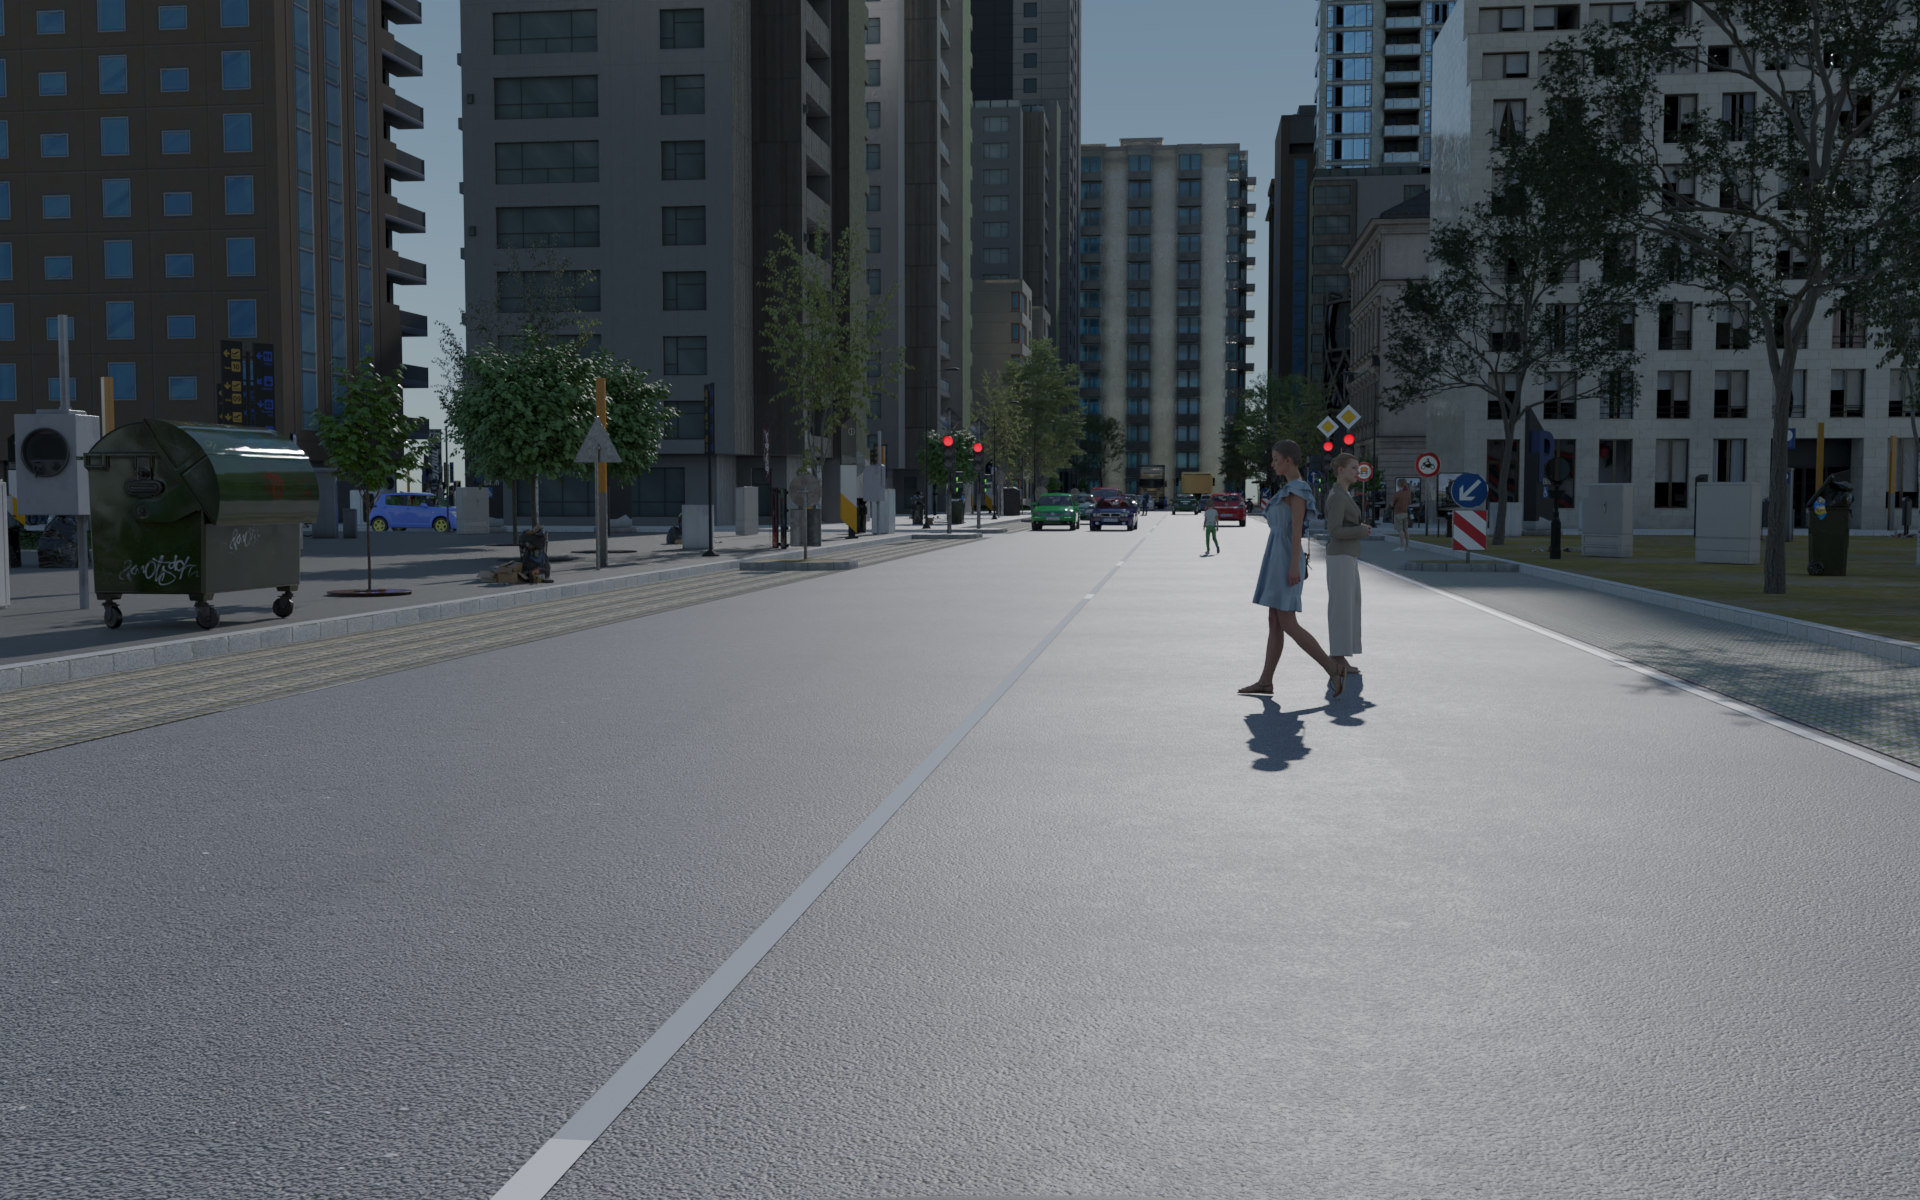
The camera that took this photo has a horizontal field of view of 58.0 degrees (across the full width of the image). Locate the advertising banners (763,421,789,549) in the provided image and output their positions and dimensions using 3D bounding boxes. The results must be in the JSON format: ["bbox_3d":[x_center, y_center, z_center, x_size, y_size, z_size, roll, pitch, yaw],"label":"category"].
[{"bbox_3d":[-4.377,-2.744,41.056,0.090,3.025,2.074,-1,4,-21],"label":"advertising banners"}]

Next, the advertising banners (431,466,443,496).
[{"bbox_3d":[-32.638,-6.814,107.591,2.074,3.025,0.090,3,5,43],"label":"advertising banners"}]

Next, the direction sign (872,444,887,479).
[{"bbox_3d":[-3.773,-5.535,82.495,0.379,3.537,0.876,1,4,9],"label":"direction sign"}]

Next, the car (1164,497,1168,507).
[{"bbox_3d":[22.410,-11.339,194.980,1.945,1.707,3.694,1,4,9],"label":"car"}]

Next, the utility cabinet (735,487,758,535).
[{"bbox_3d":[-6.633,-2.761,53.821,0.318,1.500,1.173,1,4,14],"label":"utility cabinet"}]

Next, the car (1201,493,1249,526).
[{"bbox_3d":[11.959,-4.223,78.094,2.155,1.783,4.494,0,4,7],"label":"car"}]

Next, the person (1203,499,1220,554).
[{"bbox_3d":[6.019,-1.753,41.411,0.306,1.304,0.590,-1,4,-20],"label":"person"}]

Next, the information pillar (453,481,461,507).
[{"bbox_3d":[-27.335,-5.486,94.193,0.304,2.012,0.304,3,4,37],"label":"information pillar"}]

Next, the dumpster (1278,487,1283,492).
[{"bbox_3d":[23.546,-7.278,124.756,1.264,1.857,1.865,0,4,7],"label":"dumpster"}]

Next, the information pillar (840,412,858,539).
[{"bbox_3d":[-3.183,-3.562,49.600,0.504,3.616,0.183,-2,4,-25],"label":"information pillar"}]

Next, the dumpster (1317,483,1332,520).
[{"bbox_3d":[18.649,-4.978,87.145,1.264,1.857,1.865,0,4,7],"label":"dumpster"}]

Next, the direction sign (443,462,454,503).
[{"bbox_3d":[-36.250,-8.004,122.855,0.876,3.537,0.379,1,4,23],"label":"direction sign"}]

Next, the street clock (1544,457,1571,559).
[{"bbox_3d":[11.772,-1.811,34.188,0.471,2.002,0.358,1,4,10],"label":"street clock"}]

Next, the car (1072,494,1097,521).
[{"bbox_3d":[5.747,-4.354,82.994,2.131,1.459,4.920,0,4,7],"label":"car"}]

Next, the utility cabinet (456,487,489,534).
[{"bbox_3d":[-15.545,-2.851,55.286,0.318,1.500,1.173,2,4,27],"label":"utility cabinet"}]

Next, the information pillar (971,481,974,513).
[{"bbox_3d":[0.810,-7.553,114.845,0.183,3.616,0.504,1,4,10],"label":"information pillar"}]

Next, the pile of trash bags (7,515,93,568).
[{"bbox_3d":[-17.129,-1.273,30.562,3.447,1.369,1.912,-1,4,-10],"label":"pile of trash bags"}]

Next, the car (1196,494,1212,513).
[{"bbox_3d":[19.106,-7.384,132.729,2.014,1.417,4.499,0,4,7],"label":"car"}]

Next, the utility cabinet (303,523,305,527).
[{"bbox_3d":[-25.717,-3.435,67.323,0.306,1.237,1.020,-2,4,-29],"label":"utility cabinet"}]

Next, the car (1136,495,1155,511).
[{"bbox_3d":[15.715,-8.332,148.593,2.083,1.381,4.827,0,4,7],"label":"car"}]

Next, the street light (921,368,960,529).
[{"bbox_3d":[-0.705,-5.586,63.868,1.470,5.913,1.316,0,4,7],"label":"street light"}]

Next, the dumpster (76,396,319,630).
[{"bbox_3d":[-7.517,-0.897,17.156,1.502,2.255,1.985,0,4,7],"label":"dumpster"}]

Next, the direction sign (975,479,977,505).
[{"bbox_3d":[1.283,-8.937,138.114,0.379,3.537,0.876,0,4,6],"label":"direction sign"}]

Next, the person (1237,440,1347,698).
[{"bbox_3d":[2.359,-0.223,12.234,0.778,1.811,0.616,1,4,23],"label":"person"}]

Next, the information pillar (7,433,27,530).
[{"bbox_3d":[-32.880,-4.221,60.375,0.504,3.616,0.183,-2,4,-24],"label":"information pillar"}]

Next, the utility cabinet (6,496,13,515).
[{"bbox_3d":[-32.284,-2.901,58.598,0.306,1.237,1.020,-3,4,-38],"label":"utility cabinet"}]

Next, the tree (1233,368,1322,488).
[{"bbox_3d":[26.293,-13.220,141.902,9.928,11.665,9.643,0,3,0],"label":"tree"}]

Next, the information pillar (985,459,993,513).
[{"bbox_3d":[1.932,-7.574,115.184,0.504,3.616,0.183,1,4,16],"label":"information pillar"}]

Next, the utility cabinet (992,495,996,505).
[{"bbox_3d":[2.427,-7.640,136.080,0.306,1.237,1.020,3,4,39],"label":"utility cabinet"}]

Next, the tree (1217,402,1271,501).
[{"bbox_3d":[35.424,-18.036,213.011,7.486,12.596,7.792,0,3,0],"label":"tree"}]

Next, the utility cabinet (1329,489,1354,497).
[{"bbox_3d":[17.994,-4.469,81.745,1.173,1.500,0.318,3,5,41],"label":"utility cabinet"}]

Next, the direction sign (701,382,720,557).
[{"bbox_3d":[-5.144,-2.668,35.616,0.379,3.537,0.876,-1,4,-20],"label":"direction sign"}]

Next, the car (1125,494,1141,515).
[{"bbox_3d":[11.722,-6.735,121.913,2.131,1.459,4.920,0,4,8],"label":"car"}]

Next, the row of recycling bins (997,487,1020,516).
[{"bbox_3d":[2.957,-5.917,103.854,1.069,1.692,3.534,-1,4,-8],"label":"row of recycling bins"}]

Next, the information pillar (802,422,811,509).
[{"bbox_3d":[-4.931,-3.937,55.723,0.183,3.616,0.504,1,4,21],"label":"information pillar"}]

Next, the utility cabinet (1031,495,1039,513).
[{"bbox_3d":[4.955,-6.315,114.411,0.306,1.237,1.020,-1,4,-14],"label":"utility cabinet"}]

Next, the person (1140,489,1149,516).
[{"bbox_3d":[12.314,-6.513,115.166,0.419,1.800,0.721,-2,4,-31],"label":"person"}]

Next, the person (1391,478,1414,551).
[{"bbox_3d":[11.091,-2.138,43.434,0.573,1.828,0.580,1,4,10],"label":"person"}]

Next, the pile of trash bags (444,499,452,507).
[{"bbox_3d":[-27.677,-4.913,90.080,1.912,1.369,3.447,1,4,9],"label":"pile of trash bags"}]

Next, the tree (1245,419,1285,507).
[{"bbox_3d":[28.459,-12.725,158.415,4.360,8.622,3.978,0,3,0],"label":"tree"}]

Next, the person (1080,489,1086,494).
[{"bbox_3d":[9.275,-7.518,131.434,0.660,1.820,0.620,1,4,8],"label":"person"}]

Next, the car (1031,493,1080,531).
[{"bbox_3d":[3.855,-3.709,69.438,1.959,1.807,4.718,0,4,7],"label":"car"}]

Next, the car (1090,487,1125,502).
[{"bbox_3d":[8.063,-5.365,96.395,2.281,1.827,5.304,0,4,8],"label":"car"}]

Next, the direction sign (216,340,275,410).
[{"bbox_3d":[-10.596,-2.071,25.855,0.379,3.537,0.876,2,4,33],"label":"direction sign"}]

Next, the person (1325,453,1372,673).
[{"bbox_3d":[3.104,-0.294,13.854,0.362,1.759,0.519,1,4,17],"label":"person"}]

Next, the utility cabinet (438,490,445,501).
[{"bbox_3d":[-25.249,-4.625,84.290,0.318,1.500,1.173,-1,4,-17],"label":"utility cabinet"}]

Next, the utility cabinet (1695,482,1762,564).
[{"bbox_3d":[14.109,-1.414,31.802,0.318,1.500,1.173,-2,4,-27],"label":"utility cabinet"}]

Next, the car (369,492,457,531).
[{"bbox_3d":[-19.615,-3.279,63.196,3.694,1.707,1.945,1,4,8],"label":"car"}]

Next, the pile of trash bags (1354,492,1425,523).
[{"bbox_3d":[19.229,-4.107,76.895,3.447,1.369,1.912,1,4,10],"label":"pile of trash bags"}]

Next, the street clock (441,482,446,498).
[{"bbox_3d":[-30.368,-5.954,101.921,0.358,2.002,0.471,-1,4,-22],"label":"street clock"}]

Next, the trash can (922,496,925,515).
[{"bbox_3d":[-2.369,-5.658,104.166,0.748,1.137,0.748,0,3,0],"label":"trash can"}]

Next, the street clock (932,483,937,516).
[{"bbox_3d":[-1.502,-6.034,103.230,0.358,2.002,0.471,0,4,-2],"label":"street clock"}]

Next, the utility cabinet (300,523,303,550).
[{"bbox_3d":[-15.497,-1.862,39.127,1.173,1.500,0.318,-3,5,-43],"label":"utility cabinet"}]

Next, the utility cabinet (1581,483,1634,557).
[{"bbox_3d":[13.135,-1.620,35.168,0.318,1.500,1.173,-1,4,-20],"label":"utility cabinet"}]

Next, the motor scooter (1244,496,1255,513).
[{"bbox_3d":[21.396,-7.045,127.955,0.815,1.314,1.986,0,4,6],"label":"motor scooter"}]

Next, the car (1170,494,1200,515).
[{"bbox_3d":[15.700,-6.669,120.838,2.131,1.459,4.920,0,4,7],"label":"car"}]

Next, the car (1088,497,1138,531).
[{"bbox_3d":[6.111,-3.434,68.721,1.945,1.354,3.894,1,4,9],"label":"car"}]
